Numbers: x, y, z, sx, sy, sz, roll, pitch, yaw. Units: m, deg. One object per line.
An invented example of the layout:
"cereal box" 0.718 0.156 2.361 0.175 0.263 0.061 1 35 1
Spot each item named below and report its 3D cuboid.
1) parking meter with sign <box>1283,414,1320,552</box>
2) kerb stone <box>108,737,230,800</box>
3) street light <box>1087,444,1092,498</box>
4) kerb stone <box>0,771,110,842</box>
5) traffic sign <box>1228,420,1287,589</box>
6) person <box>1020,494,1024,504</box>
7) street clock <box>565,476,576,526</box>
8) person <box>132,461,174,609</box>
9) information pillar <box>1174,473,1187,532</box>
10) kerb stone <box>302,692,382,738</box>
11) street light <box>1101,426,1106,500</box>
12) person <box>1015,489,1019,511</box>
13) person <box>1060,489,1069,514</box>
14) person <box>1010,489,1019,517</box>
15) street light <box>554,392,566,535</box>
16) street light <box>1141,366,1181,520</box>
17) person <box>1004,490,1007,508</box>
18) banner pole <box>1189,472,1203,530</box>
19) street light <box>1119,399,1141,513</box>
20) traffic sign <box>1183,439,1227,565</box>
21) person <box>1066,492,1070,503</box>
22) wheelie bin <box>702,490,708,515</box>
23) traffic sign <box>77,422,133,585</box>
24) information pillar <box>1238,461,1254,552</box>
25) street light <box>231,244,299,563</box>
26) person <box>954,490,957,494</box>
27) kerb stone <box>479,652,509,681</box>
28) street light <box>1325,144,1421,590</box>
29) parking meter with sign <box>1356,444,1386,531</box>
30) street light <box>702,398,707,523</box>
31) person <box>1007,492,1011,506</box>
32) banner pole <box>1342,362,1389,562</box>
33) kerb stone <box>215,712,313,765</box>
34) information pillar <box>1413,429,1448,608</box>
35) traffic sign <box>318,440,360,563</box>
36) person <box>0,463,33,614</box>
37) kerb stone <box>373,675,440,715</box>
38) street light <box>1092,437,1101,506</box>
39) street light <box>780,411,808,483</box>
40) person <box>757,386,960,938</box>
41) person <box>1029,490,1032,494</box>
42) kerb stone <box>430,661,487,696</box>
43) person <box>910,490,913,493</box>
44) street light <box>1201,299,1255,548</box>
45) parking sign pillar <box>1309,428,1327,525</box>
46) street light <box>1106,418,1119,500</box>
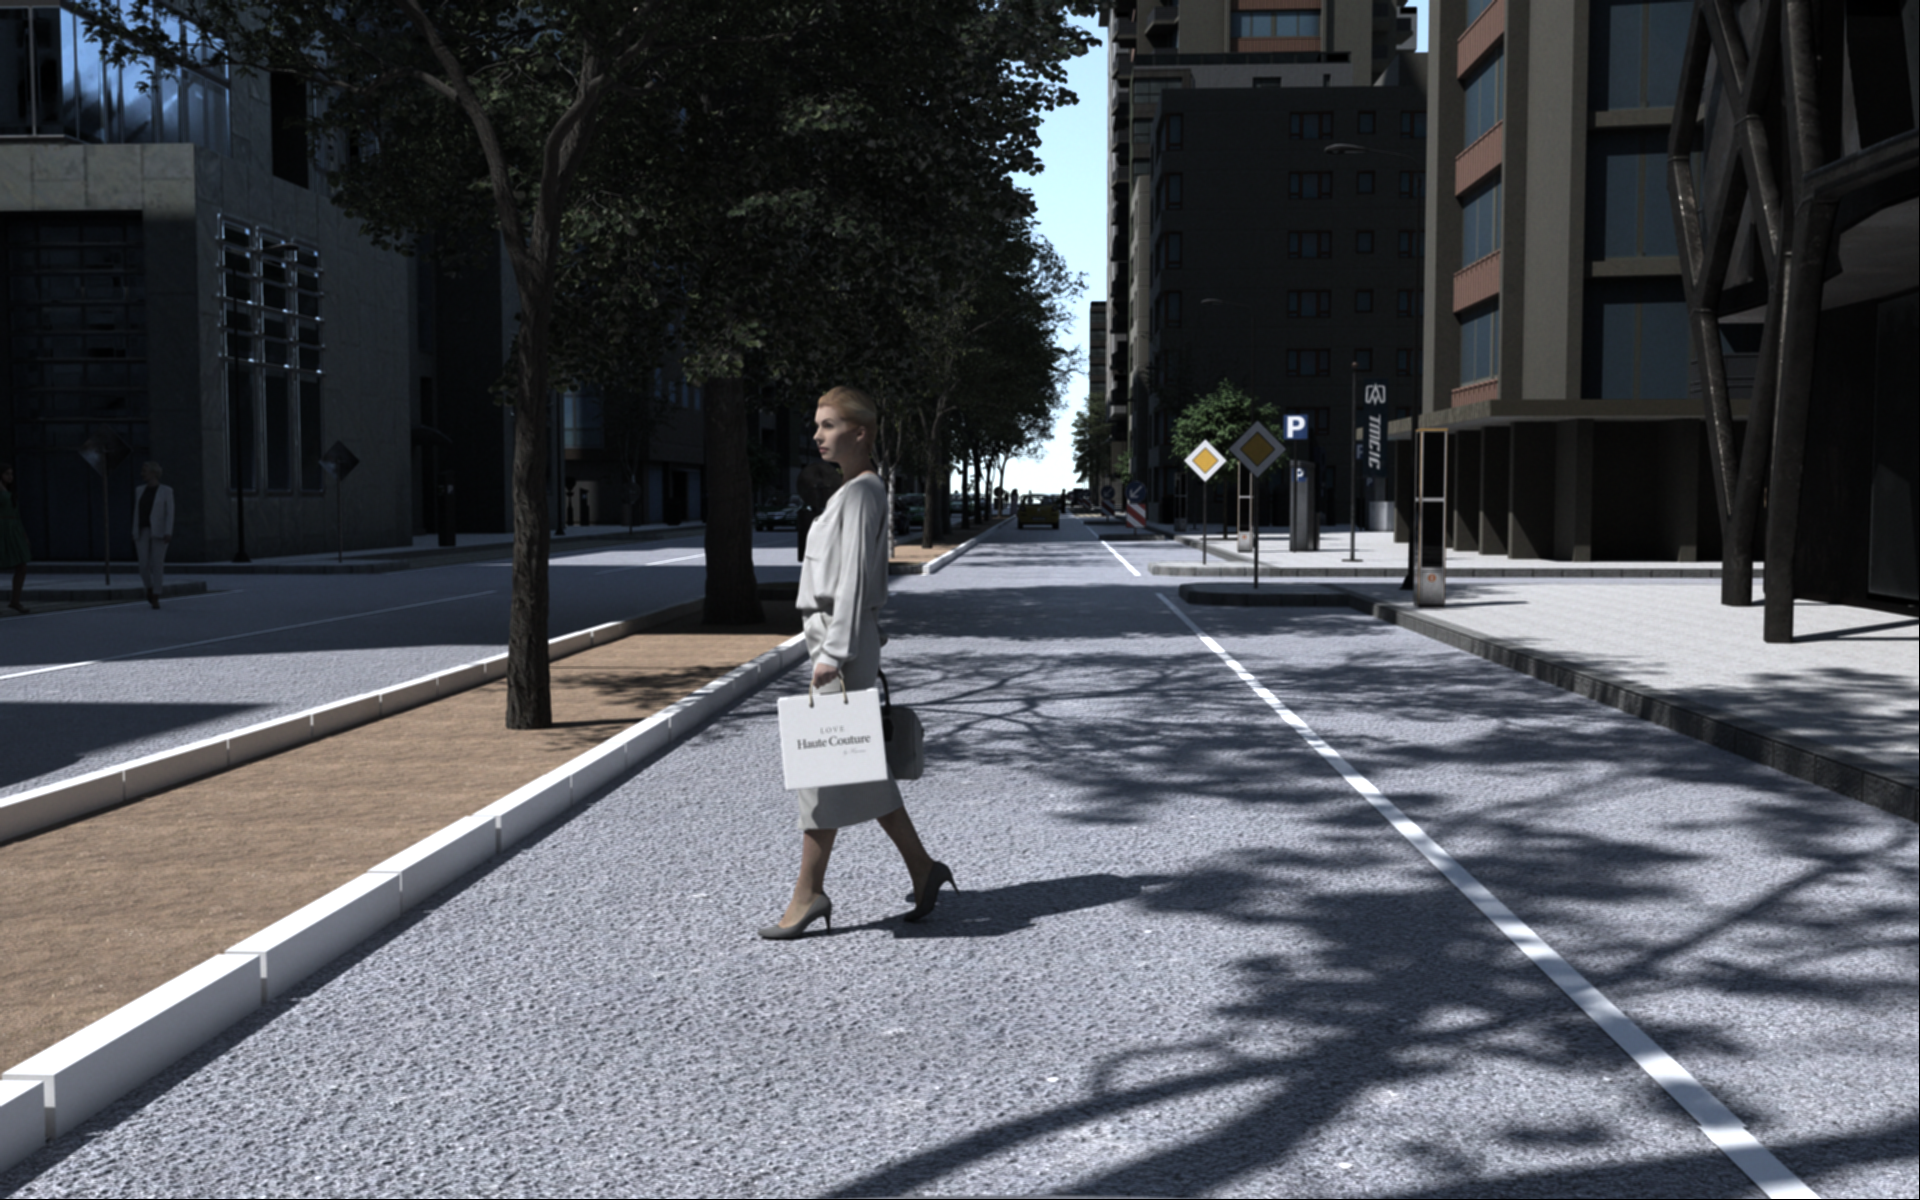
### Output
"parking meter with sign" 7.689 -2.599 38.759 0.543 3.016 1.738 2 4 23
"kerb stone" -3.913 0.835 8.549 0.120 0.150 1.000 0 4 3
"street light" 12.830 -11.539 161.199 1.470 5.913 1.316 0 4 3
"kerb stone" -3.963 0.897 7.528 0.120 0.150 1.000 0 4 3
"traffic sign" 4.018 -1.212 23.464 0.795 2.450 0.064 0 4 3
"person" 8.801 -14.272 245.029 0.628 1.438 0.799 3 5 39
"street clock" -15.921 -4.044 70.690 0.471 2.002 0.358 2 4 24
"person" -10.181 -0.825 21.867 0.514 1.842 0.818 -1 4 -19
"information pillar" 7.538 -3.347 59.212 0.304 2.012 0.304 -2 4 -32
"kerb stone" -3.803 0.709 10.597 0.120 0.150 1.000 0 4 3
"street light" 10.580 -8.915 118.309 1.470 5.913 1.316 0 4 3
"person" 4.051 -7.234 126.715 0.705 1.831 1.348 -1 4 -20
"person" 7.594 -7.196 126.165 0.705 1.823 1.348 -1 4 -22
"person" 3.413 -6.117 109.185 0.621 1.740 0.551 3 4 37
"street light" -11.926 -4.967 53.746 1.470 5.913 1.316 0 4 3
"street light" 7.419 -5.526 62.887 1.470 5.913 1.316 0 4 3
"person" 4.528 -10.140 174.309 0.705 1.822 1.348 0 4 -2
"banner pole" 8.490 -4.388 61.757 0.401 3.779 0.863 -1 4 -20
"street light" 8.700 -6.864 84.764 1.470 5.913 1.316 0 4 3
"traffic sign" 4.443 -1.700 31.438 0.795 2.450 0.064 0 4 3
"person" 15.297 -14.355 243.735 0.617 1.759 0.750 3 5 39
"wheelie bin" -11.191 -4.277 77.844 0.693 1.594 0.980 2 4 24
"traffic sign" -12.003 -1.266 24.336 0.795 2.450 0.064 0 4 3
"information pillar" 6.297 -2.059 38.157 0.304 2.012 0.304 1 4 19
"street light" -12.944 -3.655 32.295 1.470 5.913 1.316 0 4 3
"person" -0.332 -9.278 160.328 0.705 1.807 1.348 3 5 42
"kerb stone" -3.638 0.525 13.669 0.120 0.150 1.000 0 4 3
"street light" 5.545 -3.095 23.151 1.470 5.913 1.316 0 4 3
"parking meter with sign" 14.497 -3.918 60.323 1.738 3.016 0.543 -3 5 -39
"street light" -10.628 -6.317 75.820 1.470 5.913 1.316 0 4 3
"person" 5.659 -12.112 207.360 0.721 1.723 1.217 3 5 42
"banner pole" 7.712 -2.622 32.890 0.863 3.779 0.401 1 4 9
"kerb stone" -3.860 0.772 9.569 0.120 0.150 1.000 0 4 3
"information pillar" 5.329 -0.926 19.626 0.304 2.012 0.304 0 4 4
"traffic sign" -11.577 -1.753 32.310 0.795 2.450 0.064 0 4 3
"person" -11.365 -0.724 20.588 0.529 1.795 0.600 0 4 2
"kerb stone" -3.744 0.650 11.618 0.120 0.150 1.000 0 4 3
"street light" 11.627 -10.227 139.758 1.470 5.913 1.316 0 4 3
"street light" -9.518 -7.628 97.266 1.470 5.913 1.316 0 4 3
"person" -0.326 0.197 5.633 0.624 1.780 0.694 0 4 7
"person" 6.702 -9.626 165.964 0.705 1.814 1.350 -3 5 -44
"kerb stone" -3.691 0.585 12.638 0.120 0.150 1.000 0 4 3
"person" -3.764 -7.890 138.291 0.721 1.735 1.217 -3 4 -37
"street light" 6.453 -4.214 41.434 1.470 5.913 1.316 0 4 3
"parking sign pillar" 14.720 -5.066 71.307 1.447 3.967 1.447 2 4 25
"street light" 9.901 -8.175 106.205 1.470 5.913 1.316 0 4 3
